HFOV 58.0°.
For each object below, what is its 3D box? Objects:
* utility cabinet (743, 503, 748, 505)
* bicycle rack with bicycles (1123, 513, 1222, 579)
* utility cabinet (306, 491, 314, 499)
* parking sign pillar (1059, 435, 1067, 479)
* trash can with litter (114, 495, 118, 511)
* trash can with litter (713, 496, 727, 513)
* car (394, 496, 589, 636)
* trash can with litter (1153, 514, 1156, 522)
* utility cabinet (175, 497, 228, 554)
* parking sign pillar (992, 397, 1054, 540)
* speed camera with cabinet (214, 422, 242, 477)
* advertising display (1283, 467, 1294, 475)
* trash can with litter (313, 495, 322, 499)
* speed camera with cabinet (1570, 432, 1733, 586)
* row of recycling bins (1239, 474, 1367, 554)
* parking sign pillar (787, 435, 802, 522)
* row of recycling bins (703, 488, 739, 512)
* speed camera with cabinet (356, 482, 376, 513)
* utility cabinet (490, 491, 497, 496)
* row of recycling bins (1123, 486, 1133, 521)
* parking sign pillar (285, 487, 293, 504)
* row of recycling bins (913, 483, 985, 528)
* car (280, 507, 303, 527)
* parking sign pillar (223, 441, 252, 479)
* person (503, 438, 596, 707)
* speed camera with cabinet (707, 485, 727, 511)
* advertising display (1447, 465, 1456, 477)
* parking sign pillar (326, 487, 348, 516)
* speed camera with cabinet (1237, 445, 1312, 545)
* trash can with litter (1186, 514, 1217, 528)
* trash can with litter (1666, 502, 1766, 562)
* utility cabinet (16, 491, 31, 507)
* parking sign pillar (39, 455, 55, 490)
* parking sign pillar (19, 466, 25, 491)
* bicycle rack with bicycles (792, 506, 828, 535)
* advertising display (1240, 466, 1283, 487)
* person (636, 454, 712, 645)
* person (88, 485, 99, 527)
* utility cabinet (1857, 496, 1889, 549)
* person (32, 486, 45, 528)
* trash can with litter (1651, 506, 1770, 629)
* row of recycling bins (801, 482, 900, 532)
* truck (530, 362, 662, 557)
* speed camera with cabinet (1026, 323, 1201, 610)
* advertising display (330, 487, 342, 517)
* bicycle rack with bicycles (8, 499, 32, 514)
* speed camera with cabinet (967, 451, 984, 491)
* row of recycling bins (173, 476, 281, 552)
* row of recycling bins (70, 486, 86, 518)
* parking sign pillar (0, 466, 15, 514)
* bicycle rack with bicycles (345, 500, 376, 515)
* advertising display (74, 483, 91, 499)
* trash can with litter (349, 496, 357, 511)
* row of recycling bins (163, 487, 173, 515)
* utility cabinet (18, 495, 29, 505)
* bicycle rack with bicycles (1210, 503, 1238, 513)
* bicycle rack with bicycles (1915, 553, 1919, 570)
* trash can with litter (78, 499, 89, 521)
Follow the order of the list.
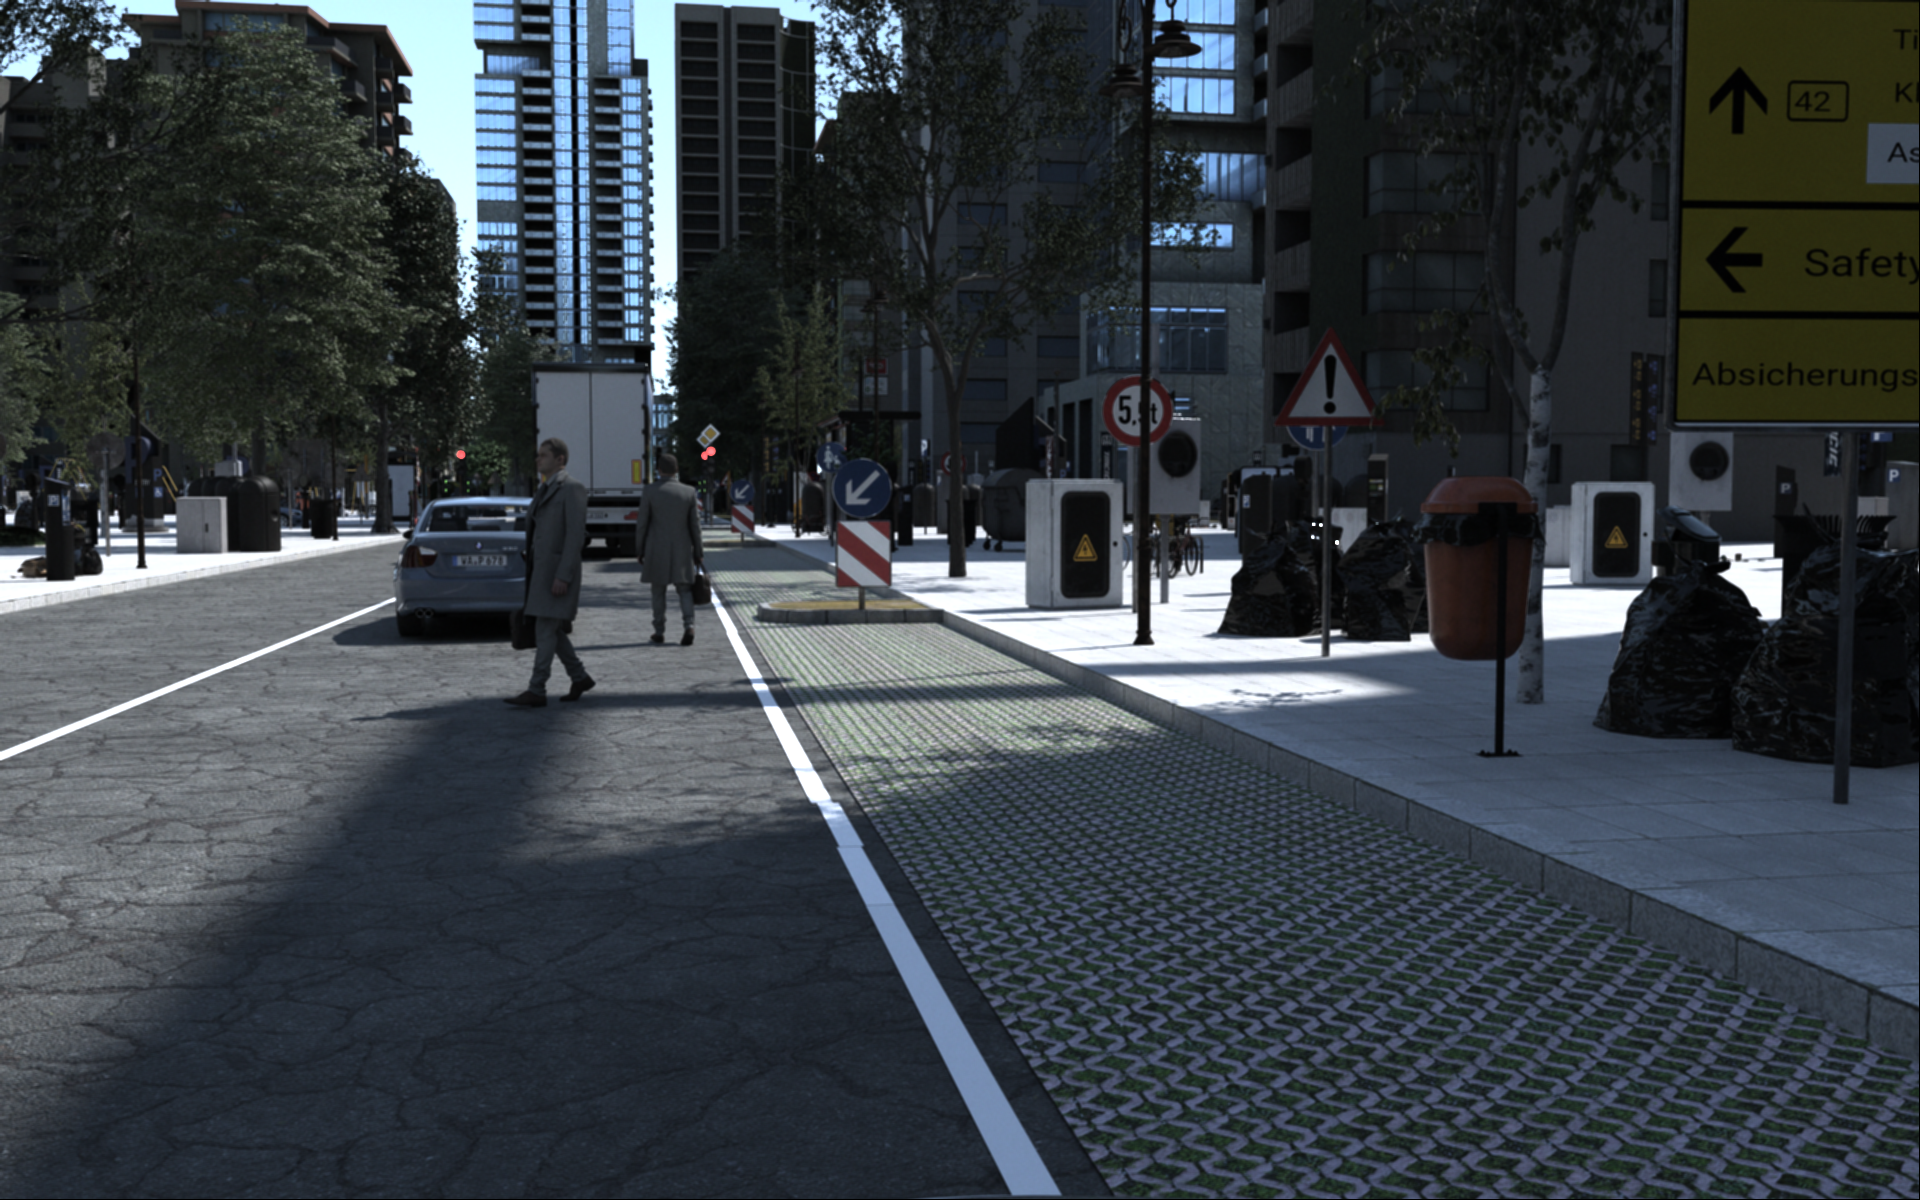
[{"bbox_3d":[-11.393,-4.959,92.242,0.306,1.237,1.020,0,4,-4],"label":"utility cabinet"},{"bbox_3d":[2.907,-0.881,27.788,2.852,0.926,2.925,2,4,31],"label":"bicycle rack with bicycles"},{"bbox_3d":[-47.806,-7.201,126.413,1.173,1.500,0.318,-2,4,-26],"label":"utility cabinet"},{"bbox_3d":[3.029,-4.340,59.433,1.447,3.967,1.447,3,5,42],"label":"parking sign pillar"},{"bbox_3d":[-65.141,-7.510,133.842,1.678,1.210,2.233,-3,5,-44],"label":"trash can with litter"},{"bbox_3d":[-16.513,-6.563,118.700,1.055,1.170,0.624,0,4,0],"label":"trash can with litter"},{"bbox_3d":[-5.090,-0.423,18.920,2.014,1.417,4.499,-1,4,-11],"label":"car"},{"bbox_3d":[9.273,-4.219,80.375,1.055,1.170,0.624,3,5,39],"label":"trash can with litter"},{"bbox_3d":[-16.405,-1.608,37.460,1.020,1.237,0.306,0,4,6],"label":"utility cabinet"},{"bbox_3d":[1.620,-3.686,48.733,1.447,3.967,1.447,3,5,43],"label":"parking sign pillar"},{"bbox_3d":[-20.266,-3.309,48.438,0.660,3.252,2.038,0,4,-7],"label":"speed camera with cabinet"},{"bbox_3d":[7.647,-2.173,40.743,0.974,1.923,0.123,-1,4,-11],"label":"advertising display"},{"bbox_3d":[-40.470,-5.929,107.997,2.233,1.210,1.678,-3,4,-36],"label":"trash can with litter"},{"bbox_3d":[9.678,-1.829,24.240,2.038,3.252,0.660,0,4,1],"label":"speed camera with cabinet"},{"bbox_3d":[7.305,-1.788,36.343,1.069,1.692,3.534,-3,5,-42],"label":"row of recycling bins"},{"bbox_3d":[-7.683,-5.570,79.548,1.447,3.967,1.447,-1,4,-12],"label":"parking sign pillar"},{"bbox_3d":[-19.224,-8.362,143.827,3.534,1.692,1.069,-2,4,-27],"label":"row of recycling bins"},{"bbox_3d":[-39.598,-7.441,116.003,0.660,3.252,2.038,1,4,14],"label":"speed camera with cabinet"},{"bbox_3d":[-29.859,-6.214,110.277,0.318,1.500,1.173,1,4,10],"label":"utility cabinet"},{"bbox_3d":[7.333,-4.674,83.531,1.069,1.692,3.534,2,4,29],"label":"row of recycling bins"},{"bbox_3d":[-45.949,-8.025,119.685,1.447,3.967,1.447,-1,4,-23],"label":"parking sign pillar"},{"bbox_3d":[-0.415,-3.753,68.478,1.069,1.692,3.534,3,5,44],"label":"row of recycling bins"},{"bbox_3d":[-29.096,-3.585,70.625,4.499,1.417,2.014,-1,4,-10],"label":"car"},{"bbox_3d":[-36.725,-6.092,88.084,1.447,3.967,1.447,3,5,43],"label":"parking sign pillar"},{"bbox_3d":[-2.802,-0.195,11.790,0.767,1.812,0.694,-3,4,-37],"label":"person"},{"bbox_3d":[-18.031,-8.336,130.629,2.038,3.252,0.660,-1,4,-19],"label":"speed camera with cabinet"},{"bbox_3d":[11.200,-2.097,39.500,0.123,1.923,0.974,1,4,20],"label":"advertising display"},{"bbox_3d":[-35.956,-6.790,99.489,1.447,3.967,1.447,-3,5,-44],"label":"parking sign pillar"},{"bbox_3d":[7.660,-2.922,42.107,0.660,3.252,2.038,-2,4,-35],"label":"speed camera with cabinet"},{"bbox_3d":[9.047,-3.319,65.321,2.233,1.210,1.678,3,5,45],"label":"trash can with litter"},{"bbox_3d":[14.274,-1.362,33.334,2.233,1.210,1.678,2,4,31],"label":"trash can with litter"},{"bbox_3d":[-68.281,-7.195,126.323,0.318,1.500,1.173,1,4,8],"label":"utility cabinet"},{"bbox_3d":[-62.083,-7.931,118.143,1.447,3.967,1.447,-1,4,-13],"label":"parking sign pillar"},{"bbox_3d":[-74.447,-9.101,137.278,1.447,3.967,1.447,-1,4,-19],"label":"parking sign pillar"},{"bbox_3d":[-3.465,-2.501,54.273,2.925,0.926,2.852,3,5,40],"label":"bicycle rack with bicycles"},{"bbox_3d":[6.887,-2.117,39.833,0.974,1.923,0.123,3,4,36],"label":"advertising display"},{"bbox_3d":[-2.761,-0.488,16.586,0.694,1.812,0.767,-1,4,-20],"label":"person"},{"bbox_3d":[-34.290,-3.641,68.455,0.576,1.772,0.534,1,4,16],"label":"person"},{"bbox_3d":[19.910,-1.638,37.938,0.306,1.237,1.020,0,4,-2],"label":"utility cabinet"},{"bbox_3d":[-36.362,-3.678,68.411,0.659,1.850,0.755,0,4,2],"label":"person"},{"bbox_3d":[6.959,-0.284,16.033,0.624,1.170,1.055,-3,4,-37],"label":"trash can with litter"},{"bbox_3d":[-3.660,-3.139,58.439,3.534,1.692,1.069,1,4,12],"label":"row of recycling bins"},{"bbox_3d":[-8.762,-3.273,42.430,2.839,4.237,11.283,-1,4,-9],"label":"truck"},{"bbox_3d":[1.758,-1.552,19.710,2.038,3.252,0.660,-2,4,-29],"label":"speed camera with cabinet"},{"bbox_3d":[-34.895,-5.609,96.917,0.974,1.923,0.123,2,4,31],"label":"advertising display"},{"bbox_3d":[-62.653,-6.206,114.854,2.925,0.926,2.852,1,4,8],"label":"bicycle rack with bicycles"},{"bbox_3d":[1.390,-5.237,79.956,2.038,3.252,0.660,-1,4,-12],"label":"speed camera with cabinet"},{"bbox_3d":[-16.585,-1.978,39.448,3.534,1.692,1.069,3,5,44],"label":"row of recycling bins"},{"bbox_3d":[-48.764,-5.336,94.358,3.534,1.692,1.069,3,5,39],"label":"row of recycling bins"},{"bbox_3d":[-61.279,-7.471,110.625,1.447,3.967,1.447,-1,4,-15],"label":"parking sign pillar"},{"bbox_3d":[-36.163,-5.620,105.273,2.852,0.926,2.925,2,4,34],"label":"bicycle rack with bicycles"},{"bbox_3d":[-49.497,-5.659,97.738,0.123,1.923,0.974,2,4,30],"label":"advertising display"},{"bbox_3d":[-46.732,-7.505,134.101,1.055,1.170,0.624,-1,4,-17],"label":"trash can with litter"},{"bbox_3d":[-49.414,-6.105,106.927,1.069,1.692,3.534,1,4,19],"label":"row of recycling bins"},{"bbox_3d":[-45.020,-4.410,83.263,0.306,1.237,1.020,-3,4,-39],"label":"utility cabinet"},{"bbox_3d":[11.317,-3.507,70.722,2.852,0.926,2.925,-1,4,-10],"label":"bicycle rack with bicycles"},{"bbox_3d":[12.848,-0.415,20.162,2.852,0.926,2.925,1,4,10],"label":"bicycle rack with bicycles"},{"bbox_3d":[-41.957,-4.383,83.047,1.055,1.170,0.624,0,4,-2],"label":"trash can with litter"}]
